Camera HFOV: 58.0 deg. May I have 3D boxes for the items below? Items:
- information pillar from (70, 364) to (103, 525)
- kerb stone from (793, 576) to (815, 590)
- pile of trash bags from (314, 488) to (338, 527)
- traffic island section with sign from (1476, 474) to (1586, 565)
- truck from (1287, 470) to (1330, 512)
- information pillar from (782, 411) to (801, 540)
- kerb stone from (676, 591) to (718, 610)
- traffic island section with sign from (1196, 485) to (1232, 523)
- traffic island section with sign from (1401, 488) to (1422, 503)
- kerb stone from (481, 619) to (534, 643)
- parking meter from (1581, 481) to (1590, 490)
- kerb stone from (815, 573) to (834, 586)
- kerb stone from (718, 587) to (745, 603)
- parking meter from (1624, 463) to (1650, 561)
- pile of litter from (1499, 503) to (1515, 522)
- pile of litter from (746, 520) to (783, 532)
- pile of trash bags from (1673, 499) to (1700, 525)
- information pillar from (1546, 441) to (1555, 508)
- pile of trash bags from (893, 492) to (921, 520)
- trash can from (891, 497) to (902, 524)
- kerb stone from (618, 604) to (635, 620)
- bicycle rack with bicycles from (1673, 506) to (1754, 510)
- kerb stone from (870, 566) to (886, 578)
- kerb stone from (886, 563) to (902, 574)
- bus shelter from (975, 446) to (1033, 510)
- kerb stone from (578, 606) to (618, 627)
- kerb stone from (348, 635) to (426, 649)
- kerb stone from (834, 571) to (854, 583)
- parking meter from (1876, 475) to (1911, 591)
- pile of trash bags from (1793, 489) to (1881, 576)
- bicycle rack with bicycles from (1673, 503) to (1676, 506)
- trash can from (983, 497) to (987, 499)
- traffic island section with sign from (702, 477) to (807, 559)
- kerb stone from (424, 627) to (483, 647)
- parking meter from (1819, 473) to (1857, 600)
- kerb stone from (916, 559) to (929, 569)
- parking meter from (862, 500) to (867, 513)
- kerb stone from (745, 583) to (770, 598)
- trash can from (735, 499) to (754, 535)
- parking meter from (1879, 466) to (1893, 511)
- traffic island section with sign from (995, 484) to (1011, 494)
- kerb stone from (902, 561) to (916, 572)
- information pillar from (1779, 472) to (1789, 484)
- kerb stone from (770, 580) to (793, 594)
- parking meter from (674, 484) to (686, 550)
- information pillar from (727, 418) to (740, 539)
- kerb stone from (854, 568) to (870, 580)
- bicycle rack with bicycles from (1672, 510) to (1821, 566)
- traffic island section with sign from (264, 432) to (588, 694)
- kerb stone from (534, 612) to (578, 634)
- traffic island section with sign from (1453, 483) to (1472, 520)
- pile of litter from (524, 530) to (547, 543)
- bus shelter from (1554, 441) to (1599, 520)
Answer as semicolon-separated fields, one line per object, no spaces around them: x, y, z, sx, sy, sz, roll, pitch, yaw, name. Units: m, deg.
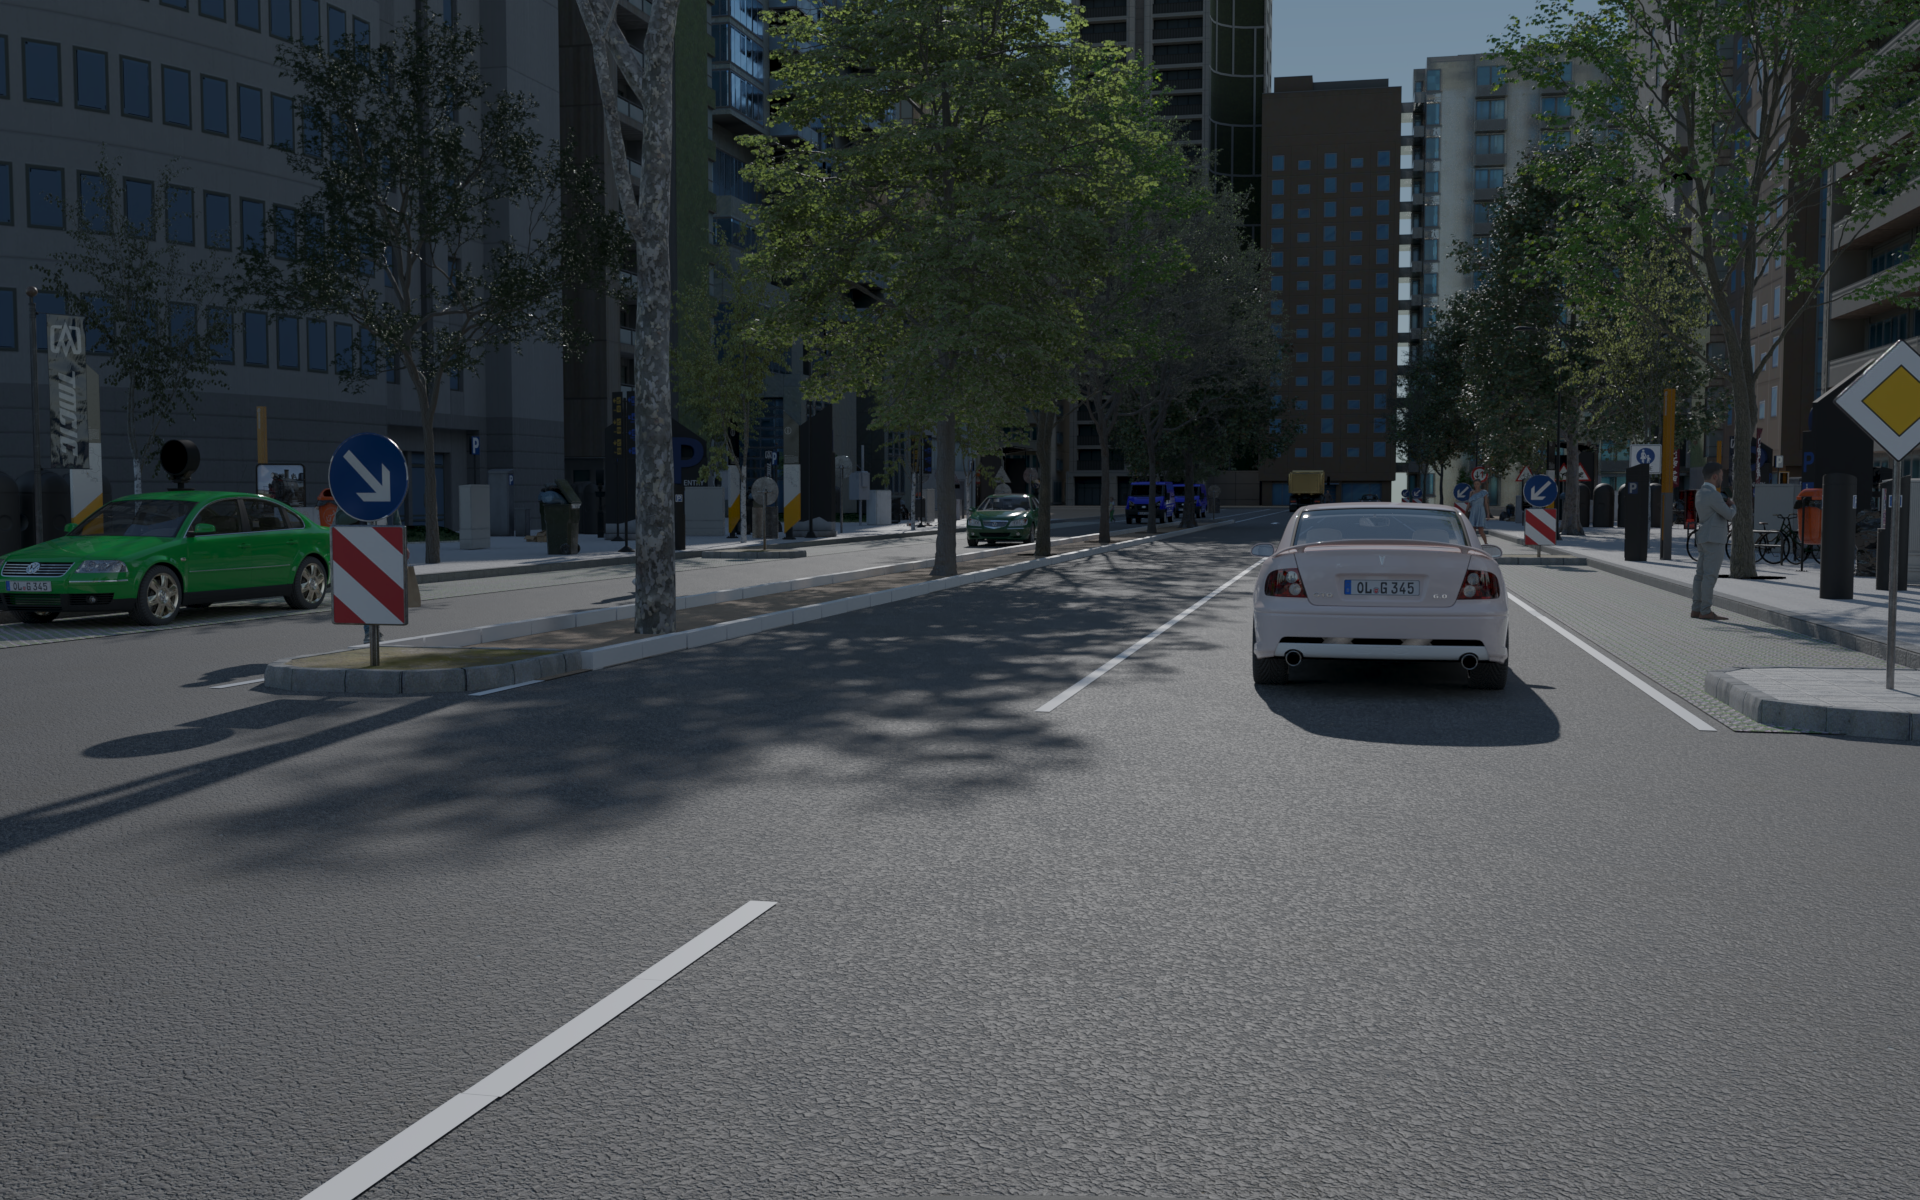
-14.143;-2.240;27.984;0.183;3.616;0.504;3;4;39;information pillar
-2.427;-0.235;26.041;0.120;0.150;1.000;1;4;13;kerb stone
-11.247;-1.076;27.352;3.447;1.369;1.912;0;4;-1;pile of trash bags
11.752;-1.653;35.650;1.989;1.847;2.006;1;4;13;traffic island section with sign
28.022;-8.799;139.779;3.469;3.379;9.791;1;4;13;truck
-4.731;-3.503;48.635;0.504;3.616;0.183;1;4;18;information pillar
-3.355;0.013;22.051;0.120;0.150;1.000;1;4;13;kerb stone
12.648;-4.803;86.667;2.006;1.907;1.989;1;4;13;traffic island section with sign
29.112;-6.252;110.847;1.989;1.847;2.006;1;4;13;traffic island section with sign
-4.510;0.315;17.048;0.120;0.150;1.000;1;4;13;kerb stone
26.609;-4.164;73.786;0.399;1.863;0.255;-1;4;-11;parking meter
-2.209;-0.296;27.044;0.120;0.150;1.000;1;4;13;kerb stone
-3.131;-0.050;23.053;0.120;0.150;1.000;1;4;13;kerb stone
12.941;-1.678;33.141;0.255;1.863;0.399;-2;4;-29;parking meter
26.651;-4.235;83.210;1.719;0.858;1.176;-1;4;-9;pile of litter
-6.688;-2.706;58.211;1.719;0.858;1.176;-2;4;-29;pile of litter
31.571;-3.859;72.844;3.447;1.369;1.912;2;4;34;pile of trash bags
20.599;-4.226;60.447;0.183;3.616;0.504;3;5;44;information pillar
-2.380;-4.656;85.882;1.912;1.369;3.447;1;4;13;pile of trash bags
-2.882;-3.875;75.011;0.748;1.137;0.748;0;3;0;trash can
-3.816;0.134;20.052;0.120;0.150;1.000;1;4;13;kerb stone
18.456;-1.691;41.031;2.852;0.926;2.925;2;4;29;bicycle rack with bicycles
-1.513;-0.481;30.052;0.120;0.150;1.000;1;4;13;kerb stone
-1.277;-0.541;31.047;0.120;0.150;1.000;1;4;13;kerb stone
2.251;-5.840;86.768;1.731;3.624;6.357;1;4;13;bus shelter
-4.049;0.196;19.044;0.120;0.150;1.000;1;4;13;kerb stone
-4.974;0.440;15.031;0.120;0.150;1.000;1;4;13;kerb stone
-1.962;-0.358;28.047;0.120;0.150;1.000;1;4;13;kerb stone
12.443;-0.898;23.095;0.372;1.533;0.369;0;3;0;parking meter
14.730;-1.082;27.443;1.912;1.369;3.447;-2;4;-25;pile of trash bags
28.484;-3.514;70.829;2.925;0.926;2.852;3;5;44;bicycle rack with bicycles
1.478;-4.344;82.676;0.748;1.137;0.748;0;3;0;trash can
-4.556;-1.865;39.117;1.989;1.847;2.006;1;4;13;traffic island section with sign
-4.742;0.379;16.041;0.120;0.150;1.000;1;4;13;kerb stone
10.740;-0.781;21.183;0.372;1.533;0.369;0;3;0;parking meter
-0.816;-0.660;33.043;0.120;0.150;1.000;1;4;13;kerb stone
-4.860;-5.139;89.735;0.255;1.863;0.399;2;4;30;parking meter
-2.890;-0.109;24.046;0.120;0.150;1.000;1;4;13;kerb stone
-6.829;-2.627;54.611;0.748;1.137;0.748;0;3;0;trash can
19.638;-1.887;36.562;0.399;1.863;0.255;2;4;26;parking meter
1.582;-3.494;65.751;1.989;1.847;2.006;1;4;13;traffic island section with sign
-1.053;-0.601;32.047;0.120;0.150;1.000;1;4;13;kerb stone
26.993;-3.198;56.782;0.304;2.012;0.304;2;4;27;information pillar
-2.666;-0.174;25.043;0.120;0.150;1.000;1;4;13;kerb stone
-6.478;-1.912;39.666;0.372;1.533;0.369;0;3;0;parking meter
-6.555;-3.595;50.138;0.183;3.616;0.504;2;4;26;information pillar
-1.743;-0.414;29.051;0.120;0.150;1.000;1;4;13;kerb stone
15.275;-1.133;31.902;2.852;0.926;2.925;-1;4;-13;bicycle rack with bicycles
-4.237;-0.325;13.443;2.006;1.907;1.989;1;4;13;traffic island section with sign
-4.287;0.254;18.045;0.120;0.150;1.000;1;4;13;kerb stone
17.813;-3.259;61.918;1.989;1.847;2.006;1;4;13;traffic island section with sign
-11.119;-1.989;46.485;1.176;0.858;1.719;0;4;-3;pile of litter
27.994;-5.384;79.319;1.731;3.624;6.357;1;4;13;bus shelter
